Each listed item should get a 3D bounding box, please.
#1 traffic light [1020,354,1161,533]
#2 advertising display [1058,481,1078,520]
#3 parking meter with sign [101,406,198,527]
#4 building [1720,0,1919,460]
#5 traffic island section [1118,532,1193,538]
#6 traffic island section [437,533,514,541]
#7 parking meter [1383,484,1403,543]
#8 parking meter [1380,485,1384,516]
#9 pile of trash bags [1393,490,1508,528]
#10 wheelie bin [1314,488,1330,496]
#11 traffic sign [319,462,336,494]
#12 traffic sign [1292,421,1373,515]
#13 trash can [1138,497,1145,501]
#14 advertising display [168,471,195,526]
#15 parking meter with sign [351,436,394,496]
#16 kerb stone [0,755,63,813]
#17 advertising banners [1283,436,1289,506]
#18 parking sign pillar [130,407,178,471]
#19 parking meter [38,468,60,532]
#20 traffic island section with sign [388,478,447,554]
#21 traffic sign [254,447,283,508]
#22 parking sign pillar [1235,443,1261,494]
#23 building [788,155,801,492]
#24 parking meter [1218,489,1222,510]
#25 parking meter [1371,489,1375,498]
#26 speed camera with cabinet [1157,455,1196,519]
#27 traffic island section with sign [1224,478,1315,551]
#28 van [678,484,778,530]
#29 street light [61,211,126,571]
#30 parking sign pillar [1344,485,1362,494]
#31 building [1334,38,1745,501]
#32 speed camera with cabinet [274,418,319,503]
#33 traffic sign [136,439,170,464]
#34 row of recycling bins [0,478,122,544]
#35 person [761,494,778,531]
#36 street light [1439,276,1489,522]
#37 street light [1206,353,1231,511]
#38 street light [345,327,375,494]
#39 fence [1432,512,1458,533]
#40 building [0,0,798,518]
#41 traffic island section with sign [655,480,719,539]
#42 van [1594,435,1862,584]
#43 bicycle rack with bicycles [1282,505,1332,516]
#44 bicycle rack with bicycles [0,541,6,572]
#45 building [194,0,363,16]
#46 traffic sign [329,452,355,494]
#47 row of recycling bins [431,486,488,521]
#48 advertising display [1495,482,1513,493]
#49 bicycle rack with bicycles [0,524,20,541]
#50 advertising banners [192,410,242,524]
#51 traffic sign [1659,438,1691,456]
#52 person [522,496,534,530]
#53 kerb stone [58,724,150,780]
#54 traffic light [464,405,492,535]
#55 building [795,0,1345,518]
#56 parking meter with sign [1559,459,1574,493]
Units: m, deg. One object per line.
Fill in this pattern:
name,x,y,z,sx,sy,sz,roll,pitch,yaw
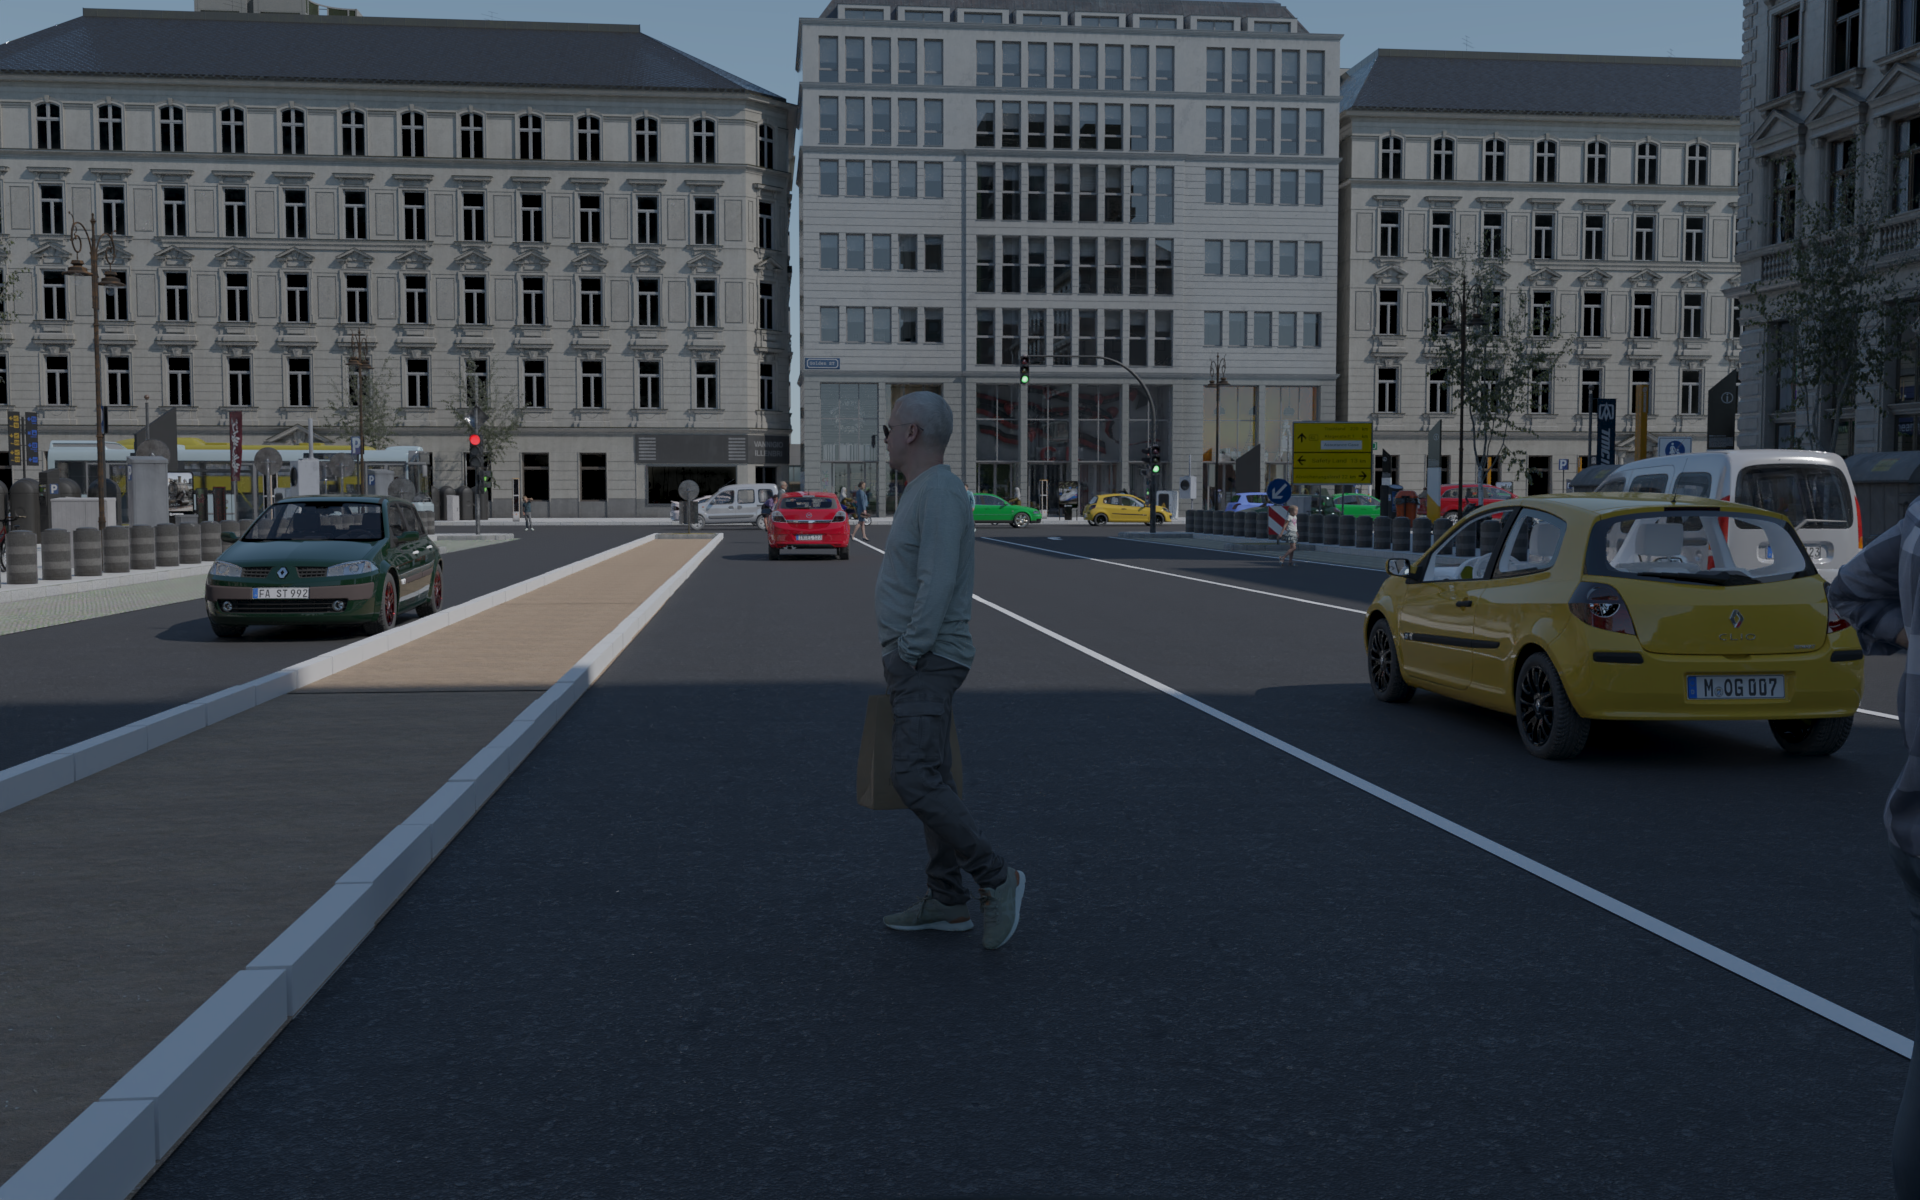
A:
traffic light,4.274,-5.021,56.759,4.771,5.953,1.251,0,4,-6
advertising display,5.277,-4.839,84.335,0.974,1.923,0.123,1,4,13
parking meter with sign,-16.342,-2.363,34.895,1.738,3.016,0.543,-3,4,-39
building,26.941,-12.797,38.106,11.050,23.489,19.941,0,4,-6
traffic island section,6.384,-2.139,57.255,2.009,0.180,2.903,0,4,-6
traffic island section,-15.268,-1.989,54.801,2.009,0.180,2.903,0,4,-6
parking meter,11.364,-2.248,45.171,0.372,1.533,0.369,0,3,0
parking meter,11.949,-2.451,48.484,0.372,1.533,0.369,0,3,0
pile of trash bags,12.166,-1.950,41.633,3.447,1.369,1.912,1,4,23
wheelie bin,19.419,-5.209,93.083,0.980,1.594,0.693,-2,4,-30
traffic sign,-19.915,-3.199,54.430,0.606,2.300,0.079,0,4,-5
traffic sign,10.422,-3.344,48.551,2.265,3.308,0.079,0,4,0
trash can,9.611,-4.886,91.532,0.748,1.137,0.748,0,3,0
advertising display,-22.241,-2.684,49.101,0.974,1.923,0.123,-2,4,-28
parking meter with sign,-17.718,-3.475,53.071,0.543,3.016,1.738,3,4,36
kerb stone,-4.381,0.865,8.053,0.120,0.150,1.000,0,4,-6
advertising banners,9.629,-3.360,51.128,0.090,3.025,2.074,1,4,15
parking sign pillar,-24.708,-3.954,53.121,1.447,3.967,1.447,3,4,36
parking meter,-20.520,-2.039,39.050,0.255,1.863,0.399,1,4,20
traffic island section with sign,-13.426,-2.012,41.525,1.989,1.847,2.006,0,4,-6
traffic sign,-18.763,-2.867,46.987,0.768,2.556,0.104,0,4,-1
parking sign pillar,15.279,-6.324,91.875,1.447,3.967,1.447,1,4,14
building,-36.770,-41.223,263.229,27.495,52.752,28.713,0,4,-6
parking meter,14.079,-5.264,94.479,0.372,1.533,0.369,0,3,0
parking meter,34.474,-8.350,144.929,0.372,1.533,0.369,0,3,0
speed camera with cabinet,10.935,-5.704,87.591,2.038,3.252,0.660,3,5,40
traffic island section with sign,7.848,-2.186,44.372,1.989,1.847,2.006,0,4,-6
van,-9.208,-3.810,69.300,4.112,2.044,2.013,0,4,-7
street light,-14.257,-3.417,28.650,0.468,5.910,1.993,0,4,-6
parking sign pillar,19.489,-5.957,85.870,1.447,3.967,1.447,2,4,34
building,42.212,-20.219,106.996,44.131,29.872,17.030,0,4,-6
speed camera with cabinet,-17.524,-3.142,45.712,0.660,3.252,2.038,-3,4,-38
traffic sign,-18.660,-2.444,40.067,0.768,2.556,0.104,0,4,-5
row of recycling bins,-23.508,-2.297,44.665,3.534,1.692,1.069,-1,4,-11
person,-7.236,-3.320,66.022,0.697,1.427,0.421,1,4,21
street light,10.694,-3.922,36.909,0.468,5.910,1.993,0,4,-6
street light,8.409,-5.129,56.644,0.468,5.910,1.993,0,4,-6
street light,-16.645,-4.610,48.158,0.468,5.910,1.993,0,4,-6
fence,16.575,-2.547,57.020,2.069,0.683,0.278,3,5,43
building,-31.412,-19.689,98.326,44.131,29.872,17.030,0,4,-6
traffic island section with sign,-8.765,-2.914,55.775,2.006,1.907,1.989,0,4,-6
van,7.347,-0.657,17.758,2.013,2.044,4.112,0,4,-8
bicycle rack with bicycles,10.817,-2.511,54.438,2.925,0.926,2.852,-3,5,-41
bicycle rack with bicycles,-16.186,-0.902,28.137,2.852,0.926,2.925,0,4,7
building,-97.055,-49.752,251.698,20.611,71.187,20.563,0,4,-6
traffic sign,-18.927,-3.239,53.066,0.768,2.556,0.104,0,4,-5
row of recycling bins,-24.627,-4.735,84.522,1.069,1.692,3.534,3,5,42
advertising display,28.001,-5.133,89.132,0.123,1.923,0.974,-3,5,-41
bicycle rack with bicycles,-27.475,-2.368,52.107,2.852,0.926,2.925,0,4,8
advertising banners,-15.782,-2.488,36.861,2.074,3.025,0.090,3,4,39
traffic sign,12.754,-1.765,30.990,0.606,2.300,0.079,0,4,-1
person,-17.002,-3.411,68.180,0.435,1.345,0.340,-1,4,-13
kerb stone,-4.498,0.803,9.072,0.120,0.150,1.000,0,4,-6
traffic light,-15.227,-4.021,54.671,0.839,4.253,0.868,0,4,-6
building,5.657,-19.697,99.531,29.804,29.767,11.434,0,4,-6
parking meter with sign,30.660,-5.517,86.456,1.738,3.016,0.543,-2,4,-32
